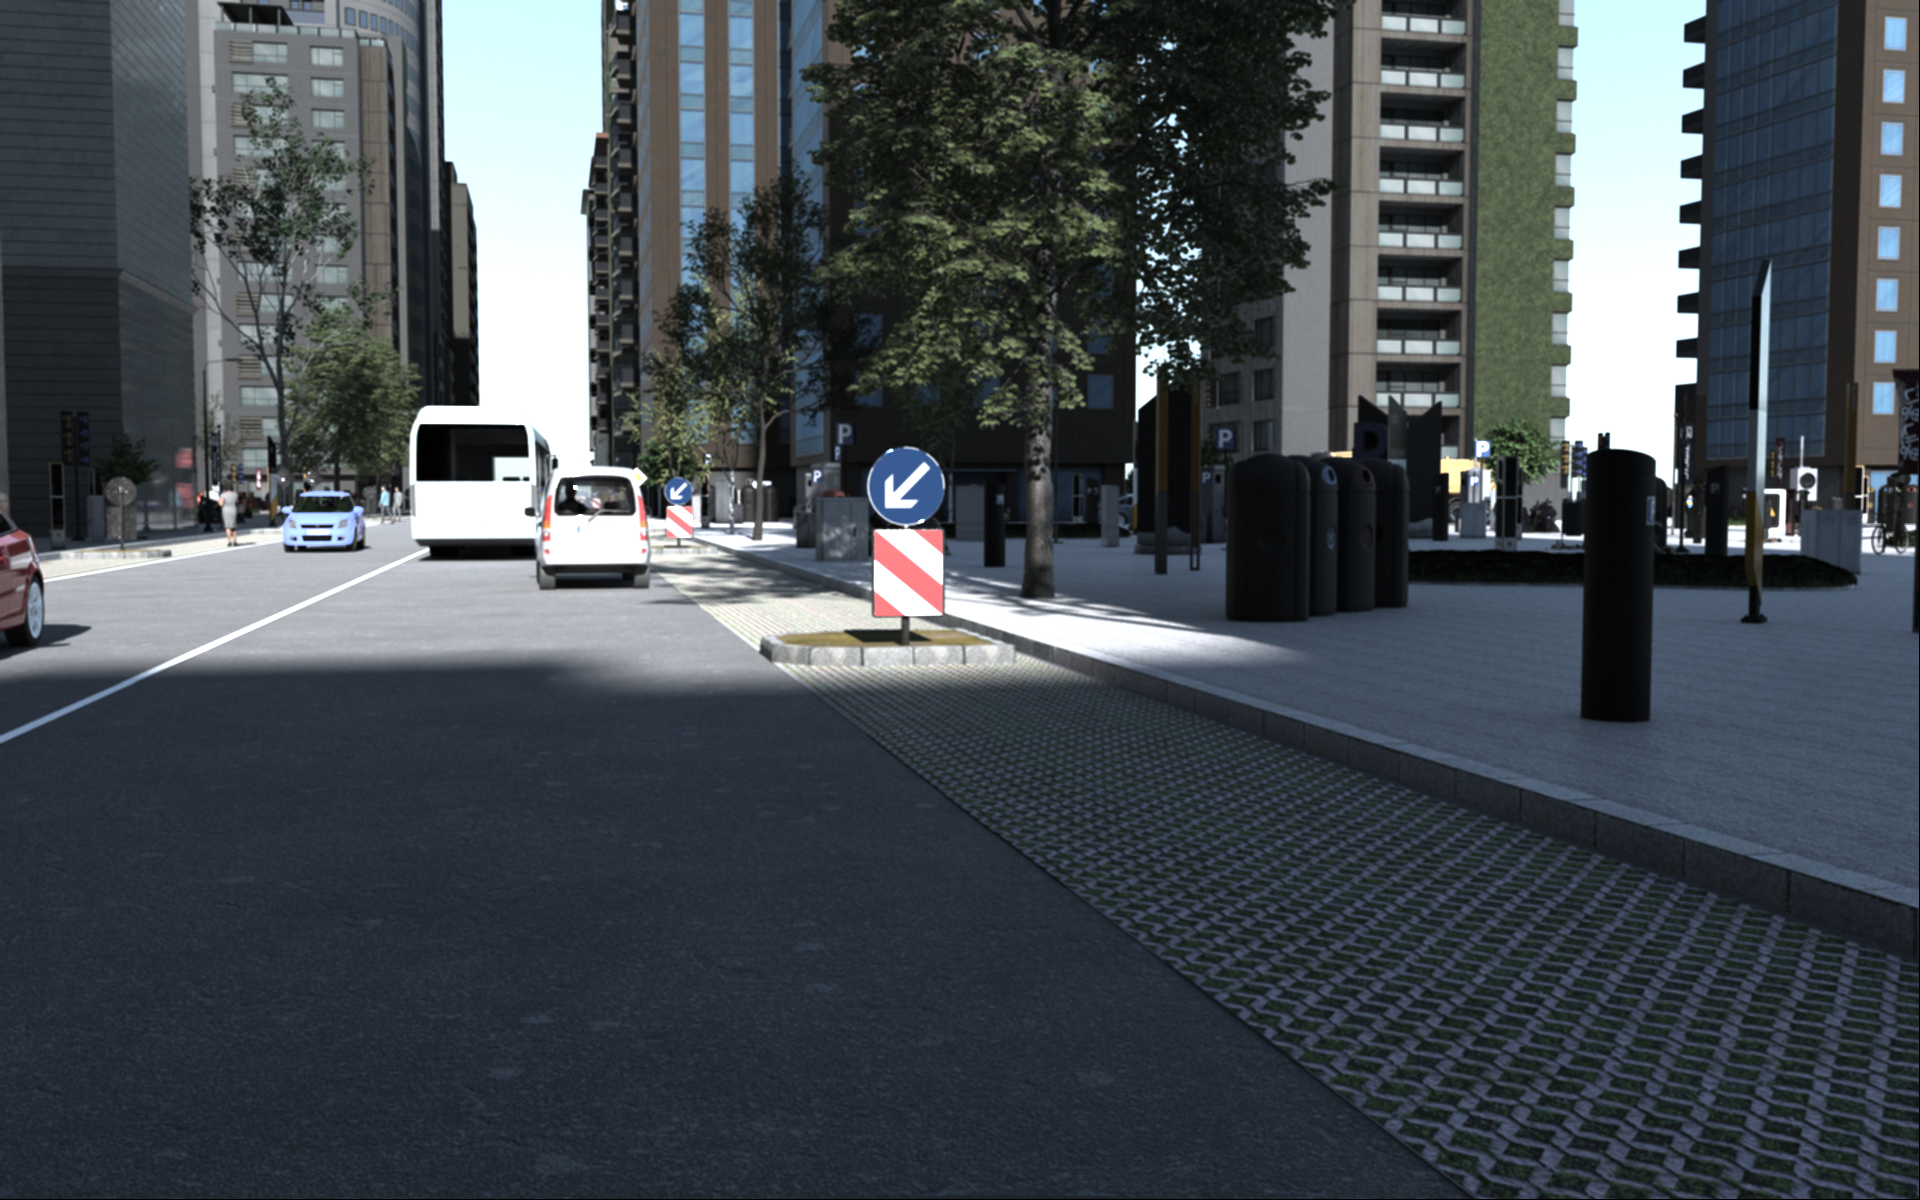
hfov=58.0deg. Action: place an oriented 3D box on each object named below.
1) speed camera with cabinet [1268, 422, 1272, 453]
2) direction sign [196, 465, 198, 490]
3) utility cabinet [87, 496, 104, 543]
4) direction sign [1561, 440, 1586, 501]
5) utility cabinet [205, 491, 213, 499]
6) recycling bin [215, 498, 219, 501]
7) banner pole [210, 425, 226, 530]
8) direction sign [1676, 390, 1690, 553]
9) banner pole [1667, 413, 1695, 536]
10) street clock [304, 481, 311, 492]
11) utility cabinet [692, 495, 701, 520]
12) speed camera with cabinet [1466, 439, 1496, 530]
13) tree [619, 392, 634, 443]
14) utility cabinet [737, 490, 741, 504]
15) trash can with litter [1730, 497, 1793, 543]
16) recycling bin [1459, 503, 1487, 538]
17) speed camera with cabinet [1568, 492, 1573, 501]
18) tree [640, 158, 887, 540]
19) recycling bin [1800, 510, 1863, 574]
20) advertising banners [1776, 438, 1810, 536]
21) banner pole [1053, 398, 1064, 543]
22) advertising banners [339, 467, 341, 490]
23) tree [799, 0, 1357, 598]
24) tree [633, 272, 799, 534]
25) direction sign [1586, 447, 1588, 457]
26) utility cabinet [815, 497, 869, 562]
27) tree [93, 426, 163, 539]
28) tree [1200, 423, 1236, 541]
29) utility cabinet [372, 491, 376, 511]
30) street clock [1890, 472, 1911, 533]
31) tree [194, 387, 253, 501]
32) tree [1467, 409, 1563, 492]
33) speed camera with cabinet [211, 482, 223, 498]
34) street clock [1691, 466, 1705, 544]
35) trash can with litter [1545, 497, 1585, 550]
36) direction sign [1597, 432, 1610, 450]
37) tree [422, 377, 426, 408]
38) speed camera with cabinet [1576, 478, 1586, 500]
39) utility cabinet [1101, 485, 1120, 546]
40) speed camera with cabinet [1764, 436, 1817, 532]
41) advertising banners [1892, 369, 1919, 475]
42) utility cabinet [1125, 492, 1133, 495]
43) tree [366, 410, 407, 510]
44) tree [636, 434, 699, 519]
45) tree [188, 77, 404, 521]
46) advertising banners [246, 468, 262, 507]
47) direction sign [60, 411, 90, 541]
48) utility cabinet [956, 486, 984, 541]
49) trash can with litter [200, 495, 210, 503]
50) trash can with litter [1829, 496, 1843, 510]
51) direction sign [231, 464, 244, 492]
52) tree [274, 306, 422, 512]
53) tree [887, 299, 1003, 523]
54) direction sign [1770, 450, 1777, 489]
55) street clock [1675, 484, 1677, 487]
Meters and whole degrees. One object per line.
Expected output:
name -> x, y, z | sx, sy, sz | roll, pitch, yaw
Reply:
speed camera with cabinet -> 9.158, -3.232, 47.180 | 2.038, 3.252, 0.660 | 2, 4, 27
direction sign -> -54.648, -8.076, 124.044 | 0.379, 3.537, 0.876 | -1, 4, -21
utility cabinet -> -22.720, -2.100, 45.497 | 0.306, 1.237, 1.020 | -2, 4, -32
direction sign -> 25.881, -4.973, 73.305 | 0.876, 3.537, 0.379 | 1, 4, 18
utility cabinet -> -56.149, -7.432, 130.185 | 1.173, 1.500, 0.318 | 1, 4, 19
recycling bin -> -53.111, -6.841, 124.404 | 0.722, 1.027, 0.722 | -1, 4, -12
banner pole -> -26.697, -4.418, 62.251 | 0.401, 3.779, 0.863 | 0, 4, 3
direction sign -> 15.855, -2.812, 37.974 | 0.379, 3.537, 0.876 | 2, 4, 27
banner pole -> 22.256, -3.881, 53.471 | 0.401, 3.779, 0.863 | -2, 4, -35
street clock -> -36.151, -5.588, 95.938 | 0.358, 2.002, 0.471 | -3, 5, -40
utility cabinet -> -12.623, -4.476, 84.350 | 1.020, 1.237, 0.306 | 3, 5, 40
speed camera with cabinet -> 18.963, -4.106, 61.465 | 0.660, 3.252, 2.038 | -3, 4, -36
tree -> -13.548, -8.134, 83.359 | 4.737, 8.622, 4.395 | 0, 3, 0
utility cabinet -> -11.499, -5.073, 91.626 | 1.173, 1.500, 0.318 | 0, 4, 7
trash can with litter -> 21.294, -2.147, 46.161 | 1.678, 1.210, 2.233 | 2, 4, 33
recycling bin -> 14.977, -2.327, 50.597 | 0.722, 1.027, 0.722 | 1, 4, 12
speed camera with cabinet -> 43.014, -7.958, 124.447 | 0.660, 3.252, 2.038 | -2, 4, -33
tree -> -5.270, -6.926, 47.653 | 7.601, 10.594, 8.767 | -1, 4, -9
recycling bin -> 14.082, -0.945, 28.005 | 0.722, 1.027, 0.722 | 0, 4, 7
advertising banners -> 25.572, -3.490, 53.250 | 0.090, 3.025, 2.074 | 0, 4, -1
banner pole -> 2.288, -3.383, 45.323 | 0.863, 3.779, 0.401 | 0, 4, 7
advertising banners -> -41.021, -7.143, 112.969 | 0.090, 3.025, 2.074 | 1, 4, 18
tree -> 1.273, -6.322, 21.494 | 7.486, 12.596, 7.792 | 0, 3, 0
tree -> -7.250, -6.411, 55.184 | 4.737, 8.622, 4.395 | 0, 3, 0
direction sign -> 29.759, -5.582, 83.265 | 0.876, 3.537, 0.379 | -1, 4, -15
utility cabinet -> -2.254, -1.350, 33.226 | 1.020, 1.237, 0.306 | -2, 4, -32
tree -> -23.995, -3.363, 49.590 | 1.663, 3.219, 1.824 | 0, 3, 0
tree -> 6.679, -3.226, 47.354 | 1.663, 3.219, 1.824 | 0, 3, 0
utility cabinet -> -44.578, -7.519, 131.612 | 1.173, 1.500, 0.318 | 2, 4, 23
street clock -> 30.417, -3.143, 55.965 | 0.358, 2.002, 0.471 | -1, 4, -20
tree -> -51.706, -10.397, 120.359 | 4.360, 8.622, 3.978 | 0, 3, 0
tree -> 21.389, -5.096, 67.026 | 4.285, 4.588, 4.351 | 0, 3, 0
speed camera with cabinet -> -55.235, -8.222, 128.759 | 0.660, 3.252, 2.038 | -1, 4, -14
street clock -> 19.138, -2.466, 44.893 | 0.358, 2.002, 0.471 | 2, 4, 29
trash can with litter -> 14.707, -1.789, 40.309 | 2.233, 1.210, 1.678 | 1, 4, 11
direction sign -> 23.671, -4.389, 63.760 | 0.379, 3.537, 0.876 | 0, 4, -7
tree -> -41.361, -12.545, 123.232 | 7.486, 12.596, 7.792 | 0, 3, 0
speed camera with cabinet -> 40.668, -7.247, 112.824 | 0.660, 3.252, 2.038 | 2, 4, 31
utility cabinet -> 3.684, -2.061, 42.381 | 0.318, 1.500, 1.173 | 0, 4, -3
speed camera with cabinet -> 28.026, -3.951, 58.935 | 2.038, 3.252, 0.660 | 0, 4, -2
advertising banners -> 14.087, -1.721, 24.323 | 2.074, 3.025, 0.090 | 0, 4, 1
utility cabinet -> 12.788, -7.345, 128.763 | 1.173, 1.500, 0.318 | 2, 4, 26
tree -> -45.866, -11.505, 138.476 | 4.737, 8.622, 4.395 | 0, 3, 0
tree -> -14.950, -6.424, 88.744 | 4.285, 4.588, 4.351 | 0, 3, 0
tree -> -32.766, -13.782, 81.229 | 12.611, 20.169, 13.585 | 0, 3, 0
advertising banners -> -48.016, -7.403, 117.220 | 2.074, 3.025, 0.090 | 1, 4, 22
direction sign -> -24.245, -3.397, 47.530 | 0.379, 3.537, 0.876 | 1, 4, 22
utility cabinet -> 0.485, -2.345, 47.028 | 1.173, 1.500, 0.318 | 1, 4, 8
trash can with litter -> -45.767, -5.688, 104.055 | 2.233, 1.210, 1.678 | -1, 4, -23
trash can with litter -> 33.082, -3.375, 66.242 | 2.233, 1.210, 1.678 | 0, 4, 2
direction sign -> -54.821, -8.527, 131.410 | 0.876, 3.537, 0.379 | -1, 4, -20
tree -> -37.378, -11.421, 104.868 | 7.486, 12.596, 7.792 | 0, 3, 0
tree -> -0.587, -6.908, 63.314 | 4.737, 8.622, 4.395 | 0, 3, 0
direction sign -> 41.663, -5.911, 88.636 | 0.876, 3.537, 0.379 | -3, 4, -39
street clock -> 47.564, -6.729, 114.595 | 0.471, 2.002, 0.358 | -1, 4, -22
